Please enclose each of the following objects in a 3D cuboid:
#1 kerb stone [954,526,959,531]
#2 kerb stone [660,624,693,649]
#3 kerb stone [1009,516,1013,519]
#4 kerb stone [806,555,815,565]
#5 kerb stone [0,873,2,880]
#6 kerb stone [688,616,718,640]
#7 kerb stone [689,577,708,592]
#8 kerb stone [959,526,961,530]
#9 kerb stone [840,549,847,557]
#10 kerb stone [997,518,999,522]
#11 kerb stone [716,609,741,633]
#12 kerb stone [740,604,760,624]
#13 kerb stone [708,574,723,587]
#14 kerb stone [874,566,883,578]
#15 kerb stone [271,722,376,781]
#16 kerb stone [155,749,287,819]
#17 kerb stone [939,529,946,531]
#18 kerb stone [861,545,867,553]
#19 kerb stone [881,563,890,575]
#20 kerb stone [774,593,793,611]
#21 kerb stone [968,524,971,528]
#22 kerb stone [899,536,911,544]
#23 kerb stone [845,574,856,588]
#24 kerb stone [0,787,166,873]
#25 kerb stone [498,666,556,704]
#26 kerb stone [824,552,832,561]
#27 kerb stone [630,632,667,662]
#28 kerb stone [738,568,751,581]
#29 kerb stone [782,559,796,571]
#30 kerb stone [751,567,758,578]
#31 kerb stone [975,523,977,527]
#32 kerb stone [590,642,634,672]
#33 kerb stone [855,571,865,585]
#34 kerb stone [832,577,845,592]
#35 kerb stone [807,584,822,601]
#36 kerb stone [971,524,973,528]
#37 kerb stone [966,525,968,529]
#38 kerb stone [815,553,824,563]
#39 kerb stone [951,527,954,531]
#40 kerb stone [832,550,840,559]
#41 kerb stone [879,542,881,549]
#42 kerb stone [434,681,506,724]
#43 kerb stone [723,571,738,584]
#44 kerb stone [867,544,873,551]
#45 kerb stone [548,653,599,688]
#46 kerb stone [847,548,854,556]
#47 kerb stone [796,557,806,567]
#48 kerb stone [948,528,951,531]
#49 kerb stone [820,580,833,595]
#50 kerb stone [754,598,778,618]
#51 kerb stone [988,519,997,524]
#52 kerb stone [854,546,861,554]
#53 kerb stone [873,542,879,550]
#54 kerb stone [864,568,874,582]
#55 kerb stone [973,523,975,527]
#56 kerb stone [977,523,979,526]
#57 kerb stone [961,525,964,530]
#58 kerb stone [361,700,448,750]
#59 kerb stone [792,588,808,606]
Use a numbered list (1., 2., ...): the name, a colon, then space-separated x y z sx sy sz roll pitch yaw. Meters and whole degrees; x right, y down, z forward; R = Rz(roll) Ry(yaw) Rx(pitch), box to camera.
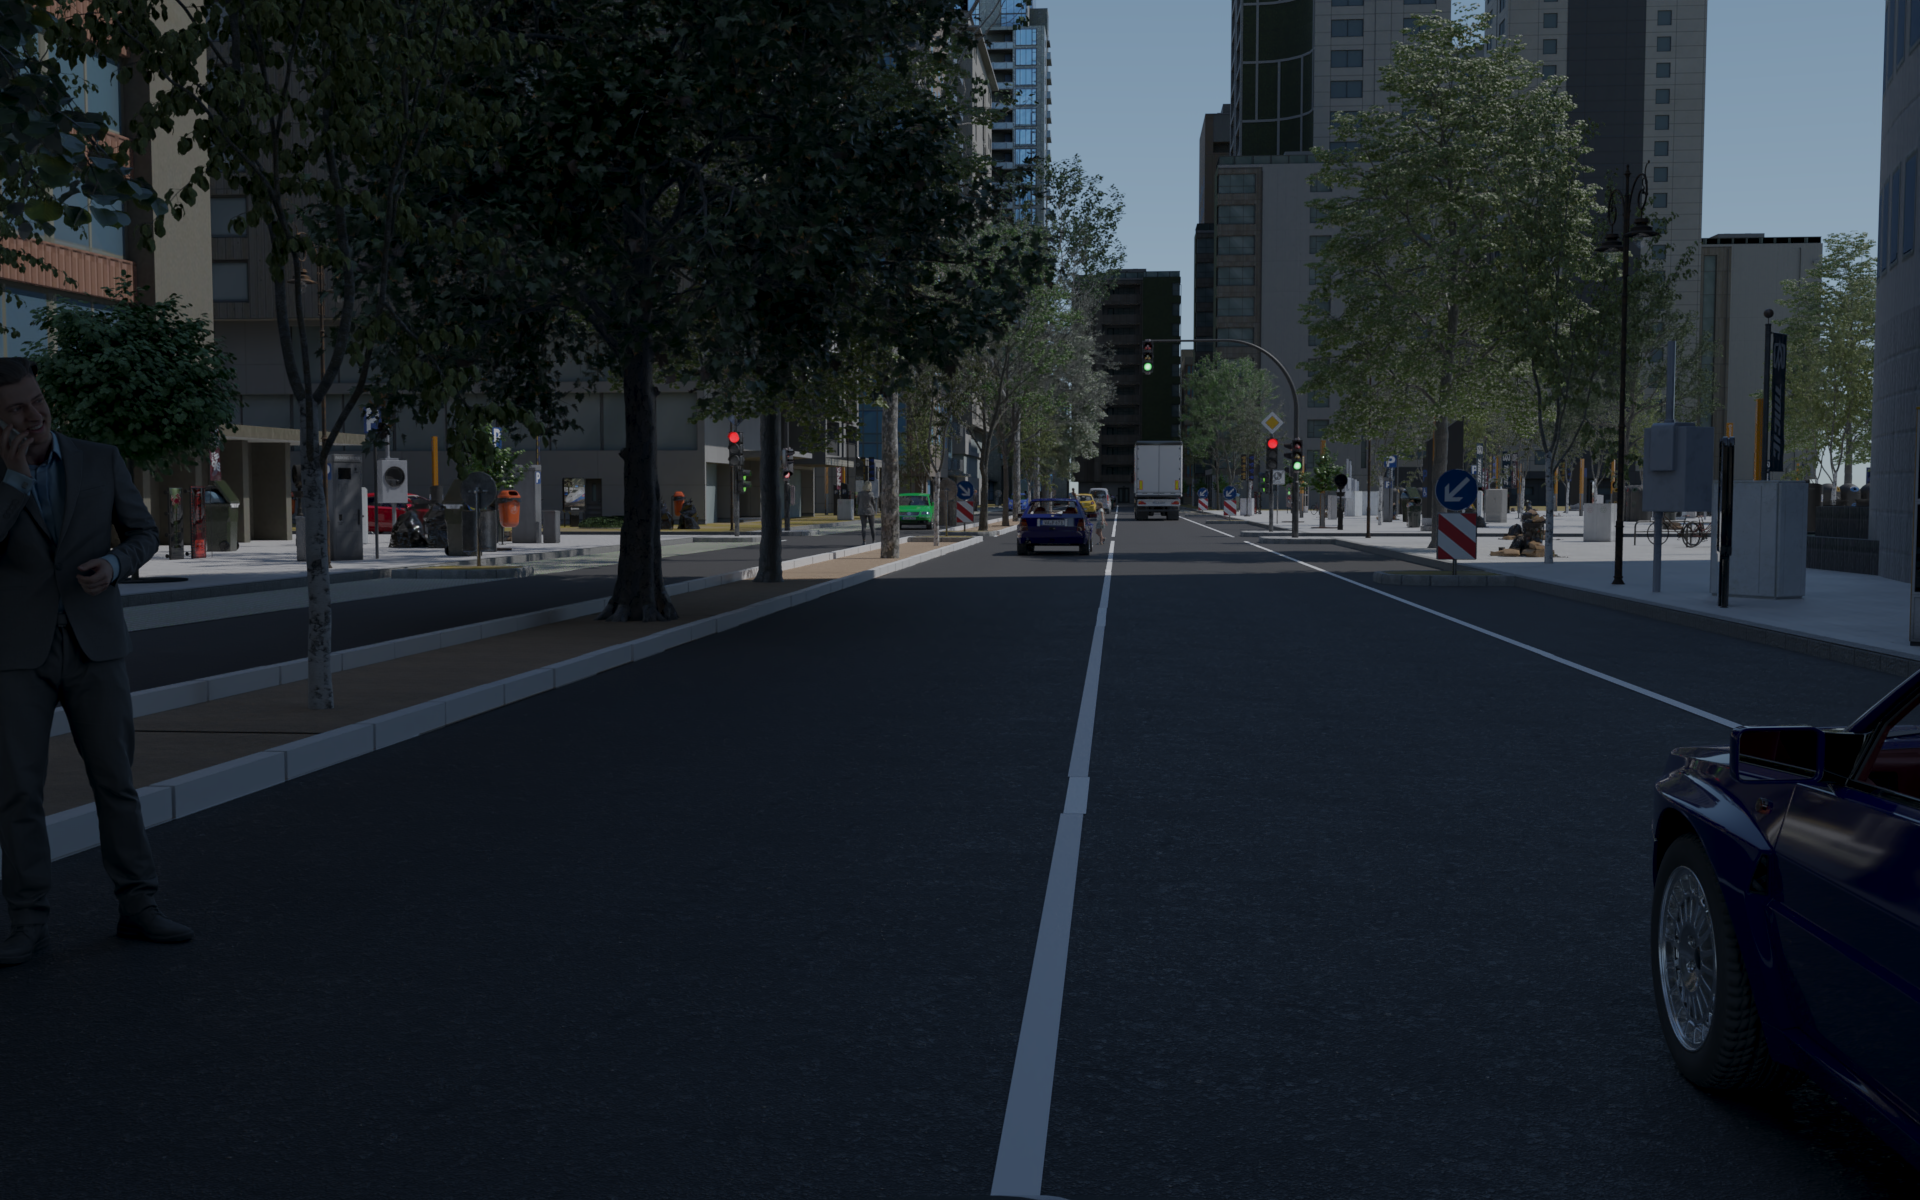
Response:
1. kerb stone: -0.250 -2.680 66.022 0.120 0.150 1.000 0 4 5
2. kerb stone: -2.720 0.359 16.329 0.120 0.150 1.000 0 4 5
3. kerb stone: 3.139 -4.929 102.778 0.120 0.150 1.000 0 4 5
4. kerb stone: -3.120 -0.777 34.896 0.120 0.150 1.000 0 4 5
5. kerb stone: -3.657 0.985 6.089 0.120 0.150 1.000 0 4 5
6. kerb stone: -2.623 0.297 17.348 0.120 0.150 1.000 0 4 5
7. kerb stone: -3.956 -0.214 25.688 0.120 0.150 1.000 0 4 5
8. kerb stone: -0.153 -2.743 67.046 0.120 0.150 1.000 0 4 5
9. kerb stone: -2.747 -1.027 38.983 0.120 0.150 1.000 0 4 5
10. kerb stone: 1.724 -3.993 87.481 0.120 0.150 1.000 0 4 5
11. kerb stone: -2.515 0.234 18.364 0.120 0.150 1.000 0 4 5
12. kerb stone: -2.431 0.179 19.388 0.120 0.150 1.000 0 4 5
13. kerb stone: -3.862 -0.276 26.720 0.120 0.150 1.000 0 4 5
14. kerb stone: -1.494 -0.447 29.597 0.120 0.150 1.000 0 4 5
15. kerb stone: -3.374 0.798 9.156 0.120 0.150 1.000 0 4 5
16. kerb stone: -3.466 0.861 8.124 0.120 0.150 1.000 0 4 5
17. kerb stone: -0.619 -2.431 61.935 0.120 0.150 1.000 0 4 5
18. kerb stone: -2.451 -1.214 42.046 0.120 0.150 1.000 0 4 5
19. kerb stone: -1.400 -0.515 30.614 0.120 0.150 1.000 0 4 5
20. kerb stone: -2.250 0.046 21.436 0.120 0.150 1.000 0 4 5
21. kerb stone: 0.228 -2.993 71.135 0.120 0.150 1.000 0 4 5
22. kerb stone: -1.619 -1.776 51.227 0.120 0.150 1.000 0 4 5
23. kerb stone: -1.773 -0.266 26.537 0.120 0.150 1.000 0 4 5
24. kerb stone: -3.564 0.925 7.107 0.120 0.150 1.000 0 4 5
25. kerb stone: -3.096 0.612 12.236 0.120 0.150 1.000 0 4 5
26. kerb stone: -2.929 -0.901 36.931 0.120 0.150 1.000 0 4 5
27. kerb stone: -2.800 0.424 15.302 0.120 0.150 1.000 0 4 5
28. kerb stone: -3.678 -0.399 28.780 0.120 0.150 1.000 0 4 5
29. kerb stone: -3.303 -0.652 32.858 0.120 0.150 1.000 0 4 5
30. kerb stone: -3.582 -0.465 29.797 0.120 0.150 1.000 0 4 5
31. kerb stone: 0.507 -3.179 74.197 0.120 0.150 1.000 0 4 5
32. kerb stone: -2.911 0.485 14.274 0.120 0.150 1.000 0 4 5
33. kerb stone: -1.678 -0.328 27.555 0.120 0.150 1.000 0 4 5
34. kerb stone: -1.874 -0.203 25.512 0.120 0.150 1.000 0 4 5
35. kerb stone: -2.051 -0.078 23.471 0.120 0.150 1.000 0 4 5
36. kerb stone: 0.320 -3.056 72.158 0.120 0.150 1.000 0 4 5
37. kerb stone: 0.119 -2.930 70.108 0.120 0.150 1.000 0 4 5
38. kerb stone: -3.017 -0.839 35.913 0.120 0.150 1.000 0 4 5
39. kerb stone: -0.437 -2.555 63.971 0.120 0.150 1.000 0 4 5
40. kerb stone: -2.827 -0.962 37.948 0.120 0.150 1.000 0 4 5
41. kerb stone: -2.171 -1.401 45.105 0.120 0.150 1.000 0 4 5
42. kerb stone: -3.190 0.672 11.206 0.120 0.150 1.000 0 4 5
43. kerb stone: -3.760 -0.339 27.736 0.120 0.150 1.000 0 4 5
44. kerb stone: -2.365 -1.276 43.064 0.120 0.150 1.000 0 4 5
45. kerb stone: -2.991 0.547 13.255 0.120 0.150 1.000 0 4 5
46. kerb stone: -2.641 -1.088 40.003 0.120 0.150 1.000 0 4 5
47. kerb stone: -3.203 -0.715 33.878 0.120 0.150 1.000 0 4 5
48. kerb stone: -0.535 -2.493 62.953 0.120 0.150 1.000 0 4 5
49. kerb stone: -1.973 -0.140 24.491 0.120 0.150 1.000 0 4 5
50. kerb stone: -2.339 0.109 20.416 0.120 0.150 1.000 0 4 5
51. kerb stone: 1.637 -3.929 86.458 0.120 0.150 1.000 0 4 5
52. kerb stone: -2.549 -1.152 41.027 0.120 0.150 1.000 0 4 5
53. kerb stone: -2.263 -1.339 44.087 0.120 0.150 1.000 0 4 5
54. kerb stone: -1.588 -0.390 28.576 0.120 0.150 1.000 0 4 5
55. kerb stone: 0.415 -3.116 73.178 0.120 0.150 1.000 0 4 5
56. kerb stone: 0.597 -3.237 75.221 0.120 0.150 1.000 0 4 5
57. kerb stone: -0.060 -2.806 68.067 0.120 0.150 1.000 0 4 5
58. kerb stone: -3.278 0.735 10.180 0.120 0.150 1.000 0 4 5
59. kerb stone: -2.148 -0.014 22.453 0.120 0.150 1.000 0 4 5
